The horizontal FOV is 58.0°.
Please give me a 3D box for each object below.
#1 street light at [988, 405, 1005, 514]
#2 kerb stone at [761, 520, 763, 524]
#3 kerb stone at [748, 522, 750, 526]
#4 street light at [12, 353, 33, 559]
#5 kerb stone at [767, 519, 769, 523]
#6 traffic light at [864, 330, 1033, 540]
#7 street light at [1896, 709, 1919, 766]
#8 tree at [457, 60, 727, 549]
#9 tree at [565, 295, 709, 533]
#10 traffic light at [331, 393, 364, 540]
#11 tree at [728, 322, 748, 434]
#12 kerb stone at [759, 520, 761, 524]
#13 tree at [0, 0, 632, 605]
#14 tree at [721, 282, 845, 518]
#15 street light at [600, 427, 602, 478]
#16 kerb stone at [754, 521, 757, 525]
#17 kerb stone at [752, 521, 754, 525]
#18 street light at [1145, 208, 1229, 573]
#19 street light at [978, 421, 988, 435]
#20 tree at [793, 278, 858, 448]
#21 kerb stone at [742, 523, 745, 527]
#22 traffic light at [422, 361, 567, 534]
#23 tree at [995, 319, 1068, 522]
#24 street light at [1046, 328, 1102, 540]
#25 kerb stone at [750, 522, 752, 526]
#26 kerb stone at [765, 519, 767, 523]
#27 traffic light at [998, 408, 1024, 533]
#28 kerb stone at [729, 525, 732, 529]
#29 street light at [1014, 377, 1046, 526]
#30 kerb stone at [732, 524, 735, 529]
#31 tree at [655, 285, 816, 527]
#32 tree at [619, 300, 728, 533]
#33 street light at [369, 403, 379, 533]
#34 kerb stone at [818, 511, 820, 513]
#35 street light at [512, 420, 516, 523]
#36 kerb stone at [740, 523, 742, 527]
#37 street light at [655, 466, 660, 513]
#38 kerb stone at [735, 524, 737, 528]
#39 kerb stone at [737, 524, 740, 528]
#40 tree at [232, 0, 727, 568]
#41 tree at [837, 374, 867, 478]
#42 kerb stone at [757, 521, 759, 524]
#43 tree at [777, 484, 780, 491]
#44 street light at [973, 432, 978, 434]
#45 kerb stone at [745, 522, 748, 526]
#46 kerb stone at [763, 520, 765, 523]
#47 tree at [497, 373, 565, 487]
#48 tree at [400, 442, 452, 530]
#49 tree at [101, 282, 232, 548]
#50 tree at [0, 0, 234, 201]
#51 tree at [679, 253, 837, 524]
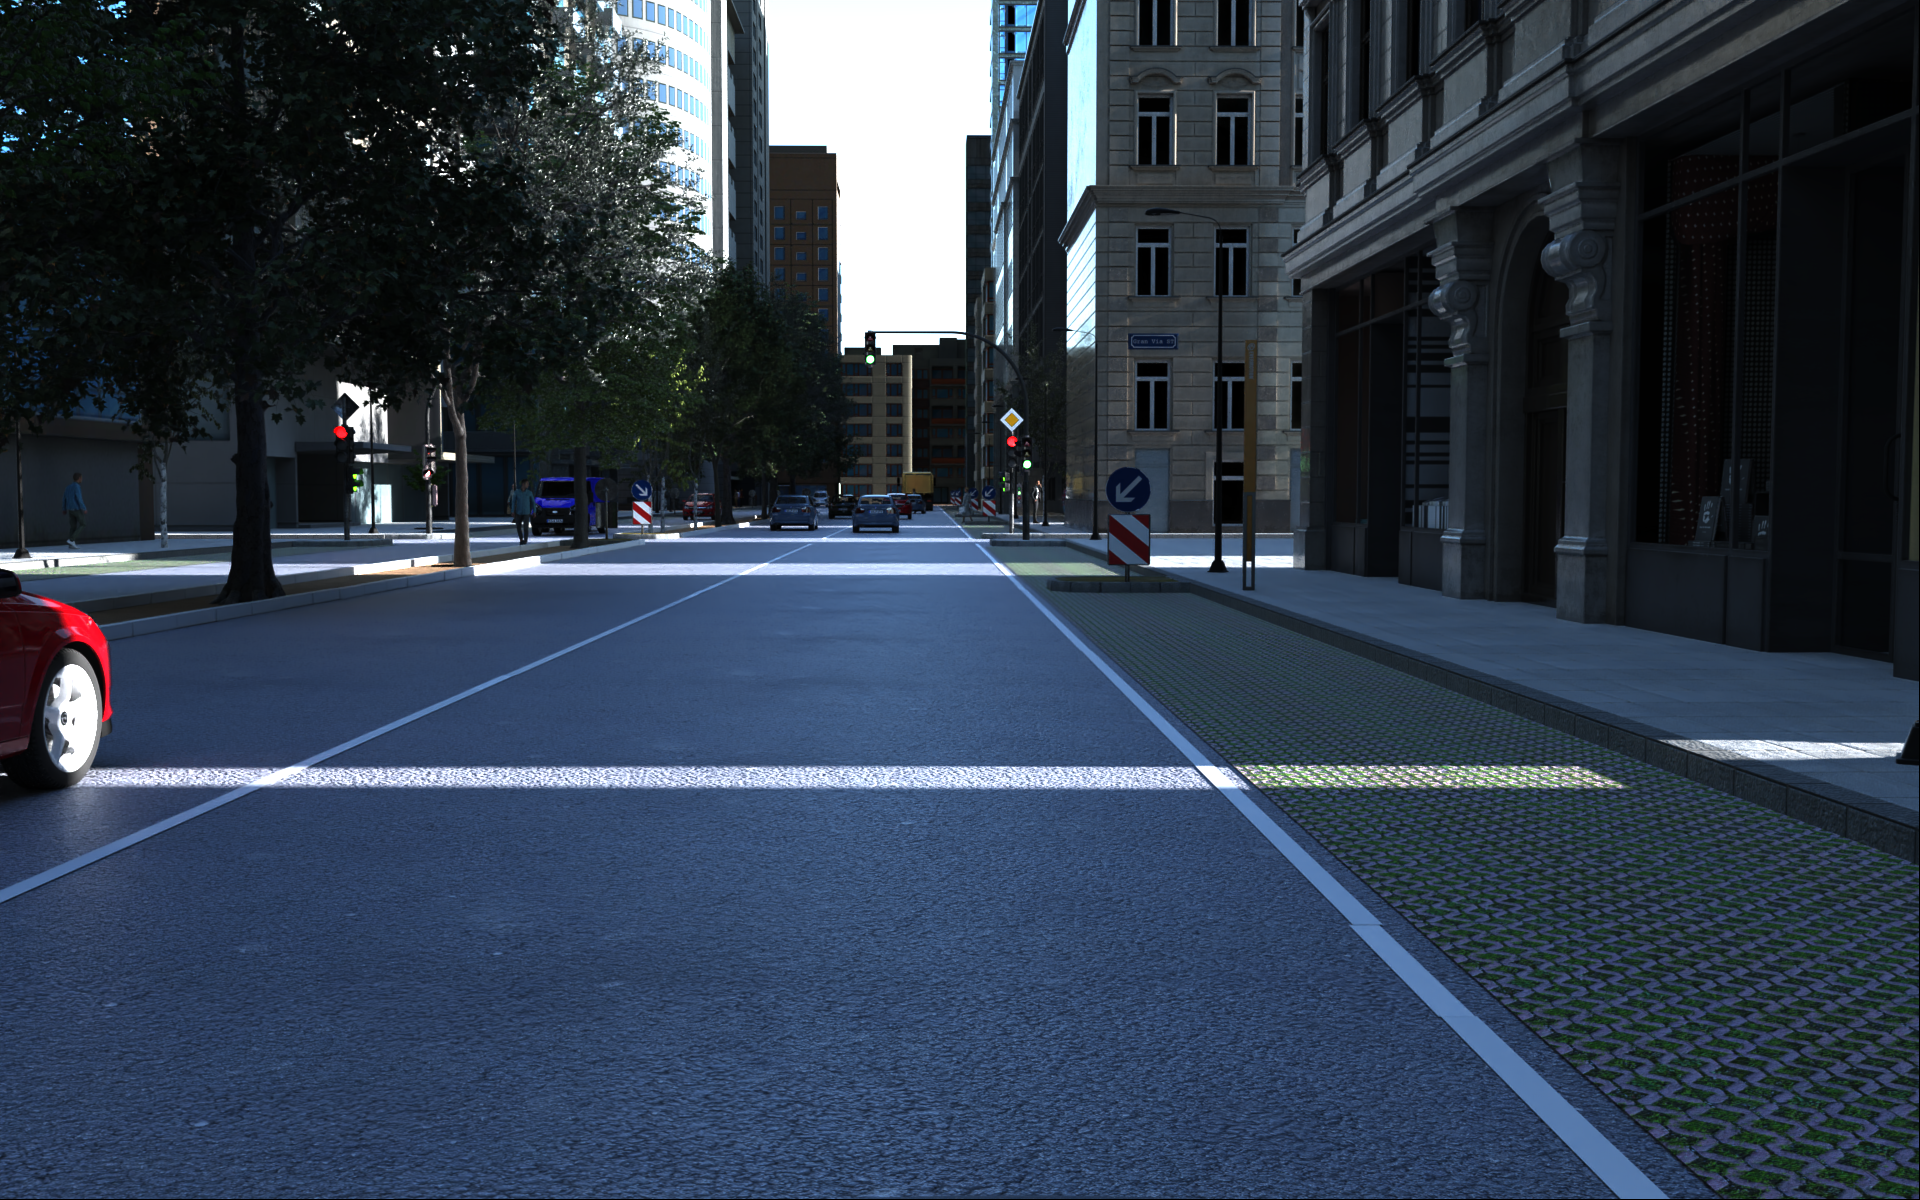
[{"bbox_3d":[2.376,-7.198,90.228,1.470,5.913,1.316,0,4,-1],"label":"street light"},{"bbox_3d":[-9.668,-3.718,82.992,0.120,0.150,1.000,0,4,-1],"label":"kerb stone"},{"bbox_3d":[-9.549,-3.335,76.851,0.120,0.150,1.000,0,4,-1],"label":"kerb stone"},{"bbox_3d":[-18.157,-3.781,34.355,1.470,5.913,1.316,0,4,-1],"label":"street light"},{"bbox_3d":[-9.735,-3.906,86.066,0.120,0.150,1.000,0,4,-1],"label":"kerb stone"},{"bbox_3d":[-0.264,-4.501,48.266,4.771,5.953,1.251,0,4,-1],"label":"traffic light"},{"bbox_3d":[4.096,-2.175,8.097,1.470,5.913,1.316,0,4,-1],"label":"street light"},{"bbox_3d":[-10.033,-7.631,45.356,7.486,12.596,7.792,0,3,0],"label":"tree"},{"bbox_3d":[-10.246,-6.379,57.121,4.737,8.622,4.395,0,3,0],"label":"tree"},{"bbox_3d":[-17.032,-3.617,48.060,0.839,4.253,0.868,0,4,-1],"label":"traffic light"},{"bbox_3d":[-10.295,-7.000,67.265,4.360,8.622,3.978,0,3,0],"label":"tree"},{"bbox_3d":[-9.645,-3.655,81.970,0.120,0.150,1.000,0,4,-1],"label":"kerb stone"},{"bbox_3d":[-9.254,-6.297,22.424,9.611,12.733,9.660,0,3,0],"label":"tree"},{"bbox_3d":[-11.345,-11.956,104.592,9.857,13.997,8.962,0,3,0],"label":"tree"},{"bbox_3d":[-19.508,-7.595,96.720,1.470,5.913,1.316,0,4,-1],"label":"street light"},{"bbox_3d":[-9.599,-3.531,79.924,0.120,0.150,1.000,0,4,-1],"label":"kerb stone"},{"bbox_3d":[-9.592,-3.465,78.898,0.120,0.150,1.000,0,4,-1],"label":"kerb stone"},{"bbox_3d":[3.698,-3.408,28.269,1.470,5.913,1.316,0,4,-1],"label":"street light"},{"bbox_3d":[2.054,-8.432,110.401,1.470,5.913,1.316,0,4,-1],"label":"street light"},{"bbox_3d":[-10.601,-11.057,93.606,12.009,13.543,11.850,0,3,0],"label":"tree"},{"bbox_3d":[-9.504,-3.217,74.798,0.120,0.150,1.000,0,4,-1],"label":"kerb stone"},{"bbox_3d":[-15.101,-4.982,56.120,4.771,5.953,1.251,0,4,-1],"label":"traffic light"},{"bbox_3d":[3.510,-7.447,72.114,4.360,8.622,3.978,0,3,0],"label":"tree"},{"bbox_3d":[3.269,-4.644,48.464,1.470,5.913,1.316,0,4,-1],"label":"street light"},{"bbox_3d":[-9.571,-3.400,77.876,0.120,0.150,1.000,0,4,-1],"label":"kerb stone"},{"bbox_3d":[-9.703,-3.844,85.044,0.120,0.150,1.000,0,4,-1],"label":"kerb stone"},{"bbox_3d":[1.667,-4.129,56.432,0.839,4.253,0.868,0,4,-1],"label":"traffic light"},{"bbox_3d":[-9.401,-2.904,69.679,0.120,0.150,1.000,0,4,-1],"label":"kerb stone"},{"bbox_3d":[2.872,-5.890,68.846,1.470,5.913,1.316,0,4,-1],"label":"street light"},{"bbox_3d":[-9.418,-2.967,70.702,0.120,0.150,1.000,0,4,-1],"label":"kerb stone"},{"bbox_3d":[-10.210,-8.346,73.331,8.767,10.594,7.601,0,4,-1],"label":"tree"},{"bbox_3d":[-10.624,-6.663,61.754,4.360,8.622,3.978,0,3,0],"label":"tree"},{"bbox_3d":[-18.594,-5.125,56.337,1.470,5.913,1.316,0,4,-1],"label":"street light"},{"bbox_3d":[-10.601,-6.602,130.136,0.120,0.150,1.000,0,4,-1],"label":"kerb stone"},{"bbox_3d":[-19.139,-6.359,76.509,1.470,5.913,1.316,0,4,-1],"label":"street light"},{"bbox_3d":[-9.487,-3.155,73.776,0.120,0.150,1.000,0,4,-1],"label":"kerb stone"},{"bbox_3d":[-19.922,-8.829,116.891,1.470,5.913,1.316,0,4,-1],"label":"street light"},{"bbox_3d":[-9.448,-3.029,71.724,0.120,0.150,1.000,0,4,-1],"label":"kerb stone"},{"bbox_3d":[-9.468,-3.089,72.754,0.120,0.150,1.000,0,4,-1],"label":"kerb stone"},{"bbox_3d":[-9.715,-7.374,33.394,12.009,13.543,11.850,0,3,0],"label":"tree"},{"bbox_3d":[-11.078,-11.926,114.453,9.611,12.733,9.660,0,3,0],"label":"tree"},{"bbox_3d":[-9.627,-3.593,80.946,0.120,0.150,1.000,0,4,-1],"label":"kerb stone"},{"bbox_3d":[-22.301,-13.113,208.996,1.663,3.219,1.824,0,3,0],"label":"tree"},{"bbox_3d":[1.676,-9.668,130.605,1.470,5.913,1.316,0,4,-1],"label":"street light"},{"bbox_3d":[-9.525,-3.280,75.820,0.120,0.150,1.000,0,4,-1],"label":"kerb stone"},{"bbox_3d":[-9.690,-3.781,84.014,0.120,0.150,1.000,0,4,-1],"label":"kerb stone"},{"bbox_3d":[-21.292,-8.450,88.522,4.737,8.622,4.395,0,3,0],"label":"tree"},{"bbox_3d":[-19.434,-4.195,63.190,1.663,3.219,1.824,0,3,0],"label":"tree"},{"bbox_3d":[-18.952,-5.569,41.418,4.360,8.622,3.978,0,3,0],"label":"tree"},{"bbox_3d":[-9.021,-5.162,12.609,9.928,11.665,9.643,0,3,0],"label":"tree"},{"bbox_3d":[-11.059,-9.939,81.975,9.611,12.733,9.660,0,3,0],"label":"tree"}]
